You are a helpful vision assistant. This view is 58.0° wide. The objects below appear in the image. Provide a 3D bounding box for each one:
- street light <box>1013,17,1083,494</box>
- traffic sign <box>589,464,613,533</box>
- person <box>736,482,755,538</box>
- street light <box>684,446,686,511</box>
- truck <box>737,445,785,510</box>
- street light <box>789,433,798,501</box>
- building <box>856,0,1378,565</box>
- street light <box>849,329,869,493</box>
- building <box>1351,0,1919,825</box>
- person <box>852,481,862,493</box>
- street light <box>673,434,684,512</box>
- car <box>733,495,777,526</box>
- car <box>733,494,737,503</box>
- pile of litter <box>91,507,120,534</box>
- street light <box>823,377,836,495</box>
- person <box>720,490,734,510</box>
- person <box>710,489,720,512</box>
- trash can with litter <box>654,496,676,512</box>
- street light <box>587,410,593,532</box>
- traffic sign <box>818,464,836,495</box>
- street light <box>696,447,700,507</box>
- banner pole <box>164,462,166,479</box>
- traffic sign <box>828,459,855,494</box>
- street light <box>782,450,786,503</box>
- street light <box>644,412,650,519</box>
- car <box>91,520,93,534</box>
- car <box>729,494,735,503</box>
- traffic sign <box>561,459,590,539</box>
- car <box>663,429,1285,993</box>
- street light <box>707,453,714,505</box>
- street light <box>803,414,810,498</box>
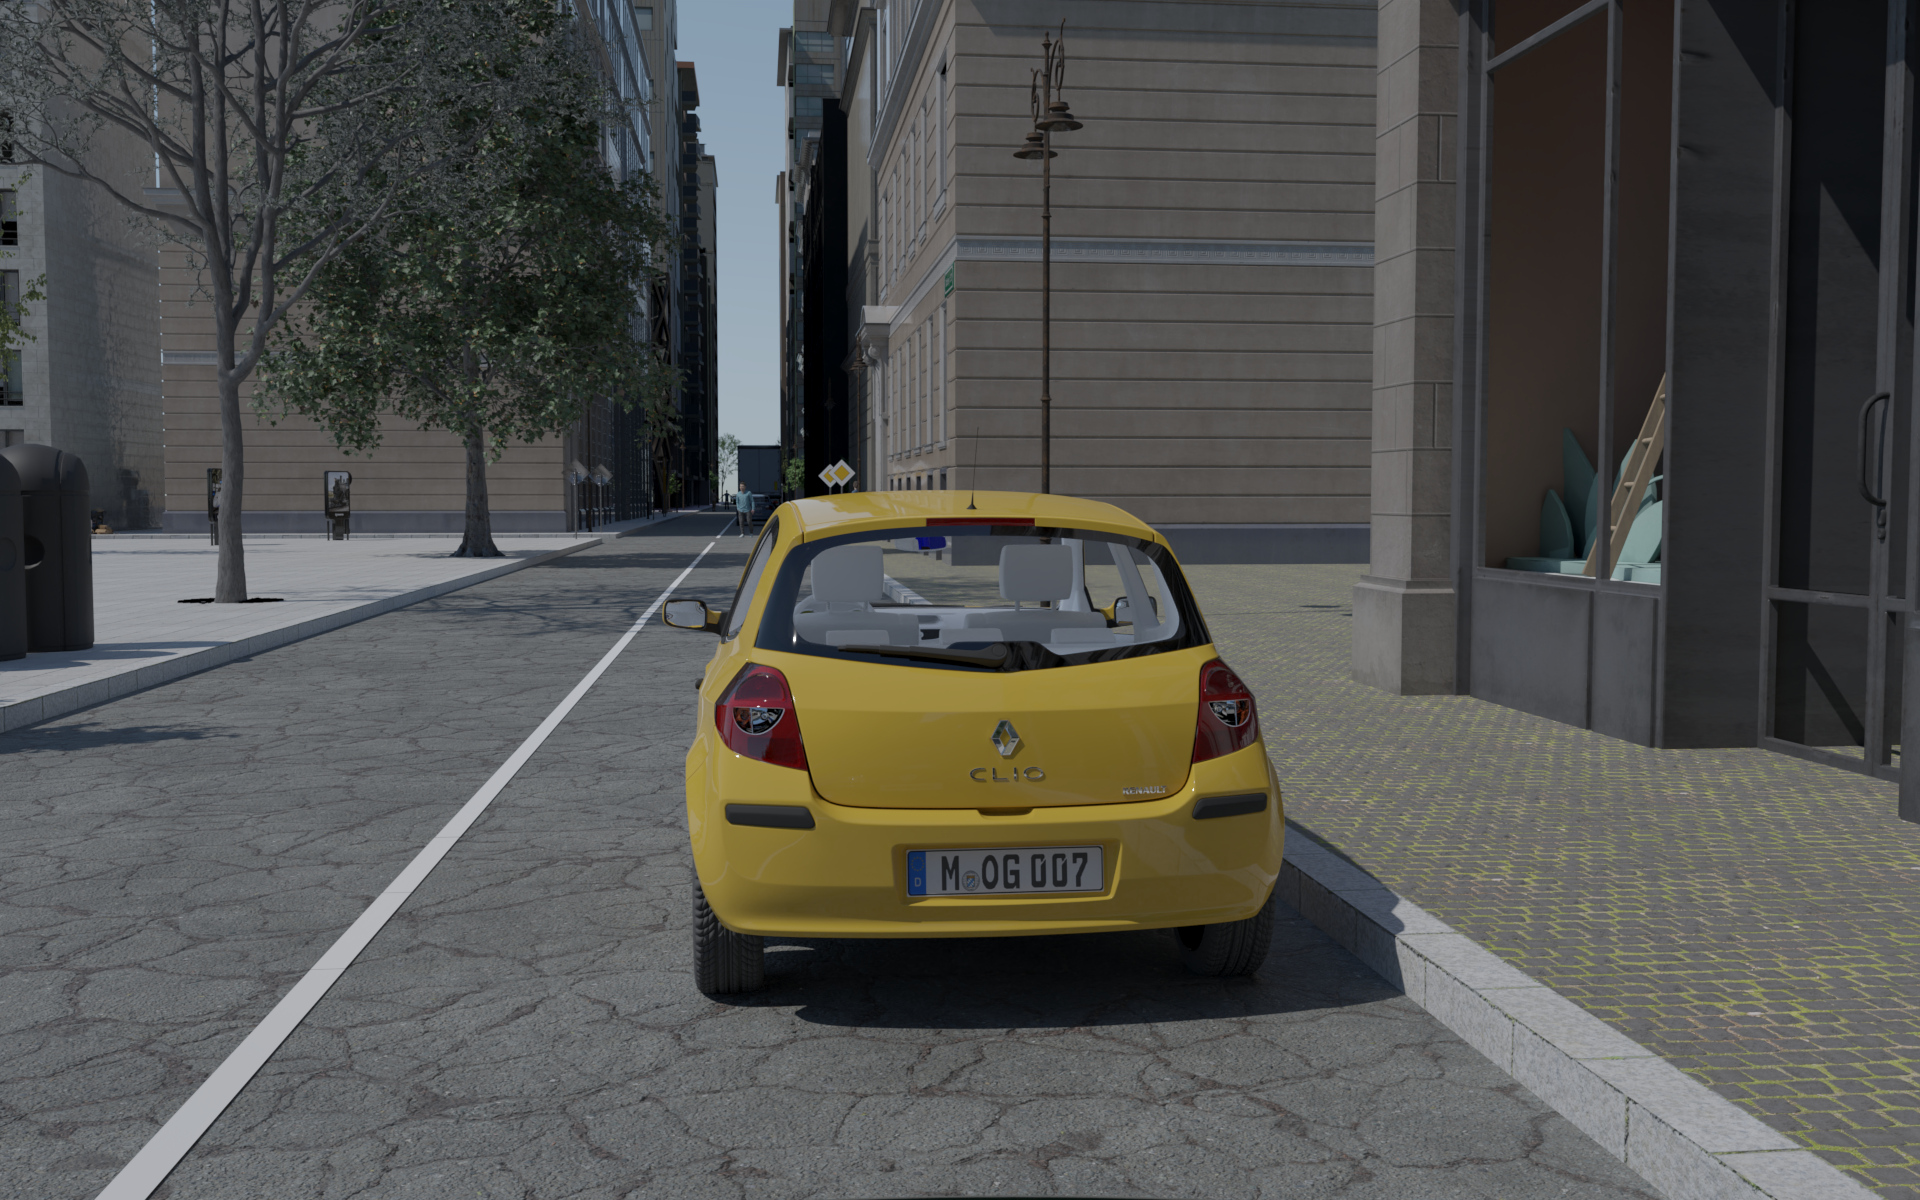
[{"bbox_3d":[0.868,-2.732,17.457,0.468,5.910,1.993,0,4,-7],"label":"street light"},{"bbox_3d":[-11.837,-3.270,57.106,0.795,2.450,0.064,0,4,-7],"label":"traffic sign"},{"bbox_3d":[-7.073,-2.982,57.278,0.660,1.820,0.620,1,4,10],"label":"person"},{"bbox_3d":[-21.428,-9.866,134.100,0.468,5.910,1.993,0,4,-7],"label":"street light"},{"bbox_3d":[-11.999,-7.070,104.506,2.839,4.237,11.283,0,4,-5],"label":"truck"},{"bbox_3d":[-12.511,-9.719,131.695,0.468,5.910,1.993,0,4,-7],"label":"street light"},{"bbox_3d":[4.891,-15.565,40.391,13.634,28.700,20.117,0,4,-7],"label":"building"},{"bbox_3d":[-2.836,-4.641,48.676,0.468,5.910,1.993,0,4,-7],"label":"street light"},{"bbox_3d":[7.252,-9.758,10.459,10.553,20.767,40.483,0,4,-7],"label":"building"},{"bbox_3d":[-3.127,-2.708,52.794,0.581,1.822,0.654,-2,4,-35],"label":"person"},{"bbox_3d":[-19.707,-9.033,120.474,0.468,5.910,1.993,0,4,-7],"label":"street light"},{"bbox_3d":[-9.438,-4.149,79.838,2.014,1.417,4.499,0,4,-8],"label":"car"},{"bbox_3d":[-32.122,-14.685,251.897,2.131,1.459,4.920,-1,4,-8],"label":"car"},{"bbox_3d":[-27.531,-2.519,55.143,1.719,0.858,1.176,0,4,6],"label":"pile of litter"},{"bbox_3d":[-5.165,-5.871,68.782,0.468,5.910,1.993,0,4,-7],"label":"street light"},{"bbox_3d":[-21.435,-9.221,159.249,1.348,1.826,0.705,0,4,-2],"label":"person"},{"bbox_3d":[-20.077,-8.137,141.550,0.705,1.824,1.348,-3,5,-45],"label":"person"},{"bbox_3d":[-21.541,-6.948,124.662,2.233,1.210,1.678,1,4,11],"label":"trash can with litter"},{"bbox_3d":[-12.374,-5.197,57.762,0.468,5.910,1.993,0,4,-7],"label":"street light"},{"bbox_3d":[-4.342,-3.322,57.961,0.795,2.450,0.064,0,4,-7],"label":"traffic sign"},{"bbox_3d":[-24.971,-11.777,165.338,0.468,5.910,1.993,0,4,-7],"label":"street light"},{"bbox_3d":[-44.349,-6.527,96.739,0.863,3.779,0.401,0,4,4],"label":"banner pole"},{"bbox_3d":[-3.413,-2.837,50.030,0.795,2.450,0.064,0,4,-7],"label":"traffic sign"},{"bbox_3d":[-17.877,-12.477,176.782,0.468,5.910,1.993,0,4,-7],"label":"street light"},{"bbox_3d":[-16.058,-7.107,88.984,0.468,5.910,1.993,0,4,-7],"label":"street light"},{"bbox_3d":[-28.482,-2.396,51.540,4.827,1.381,2.083,0,4,-6],"label":"car"},{"bbox_3d":[-34.522,-15.607,266.966,2.131,1.459,4.920,0,4,-8],"label":"car"},{"bbox_3d":[-10.908,-2.785,49.175,0.795,2.450,0.064,0,4,-7],"label":"traffic sign"},{"bbox_3d":[-0.117,0.229,6.477,2.015,1.641,3.980,0,4,-7],"label":"car"},{"bbox_3d":[-28.526,-13.687,196.574,0.468,5.910,1.993,0,4,-7],"label":"street light"},{"bbox_3d":[-8.806,-7.799,100.302,0.468,5.910,1.993,0,4,-7],"label":"street light"}]
